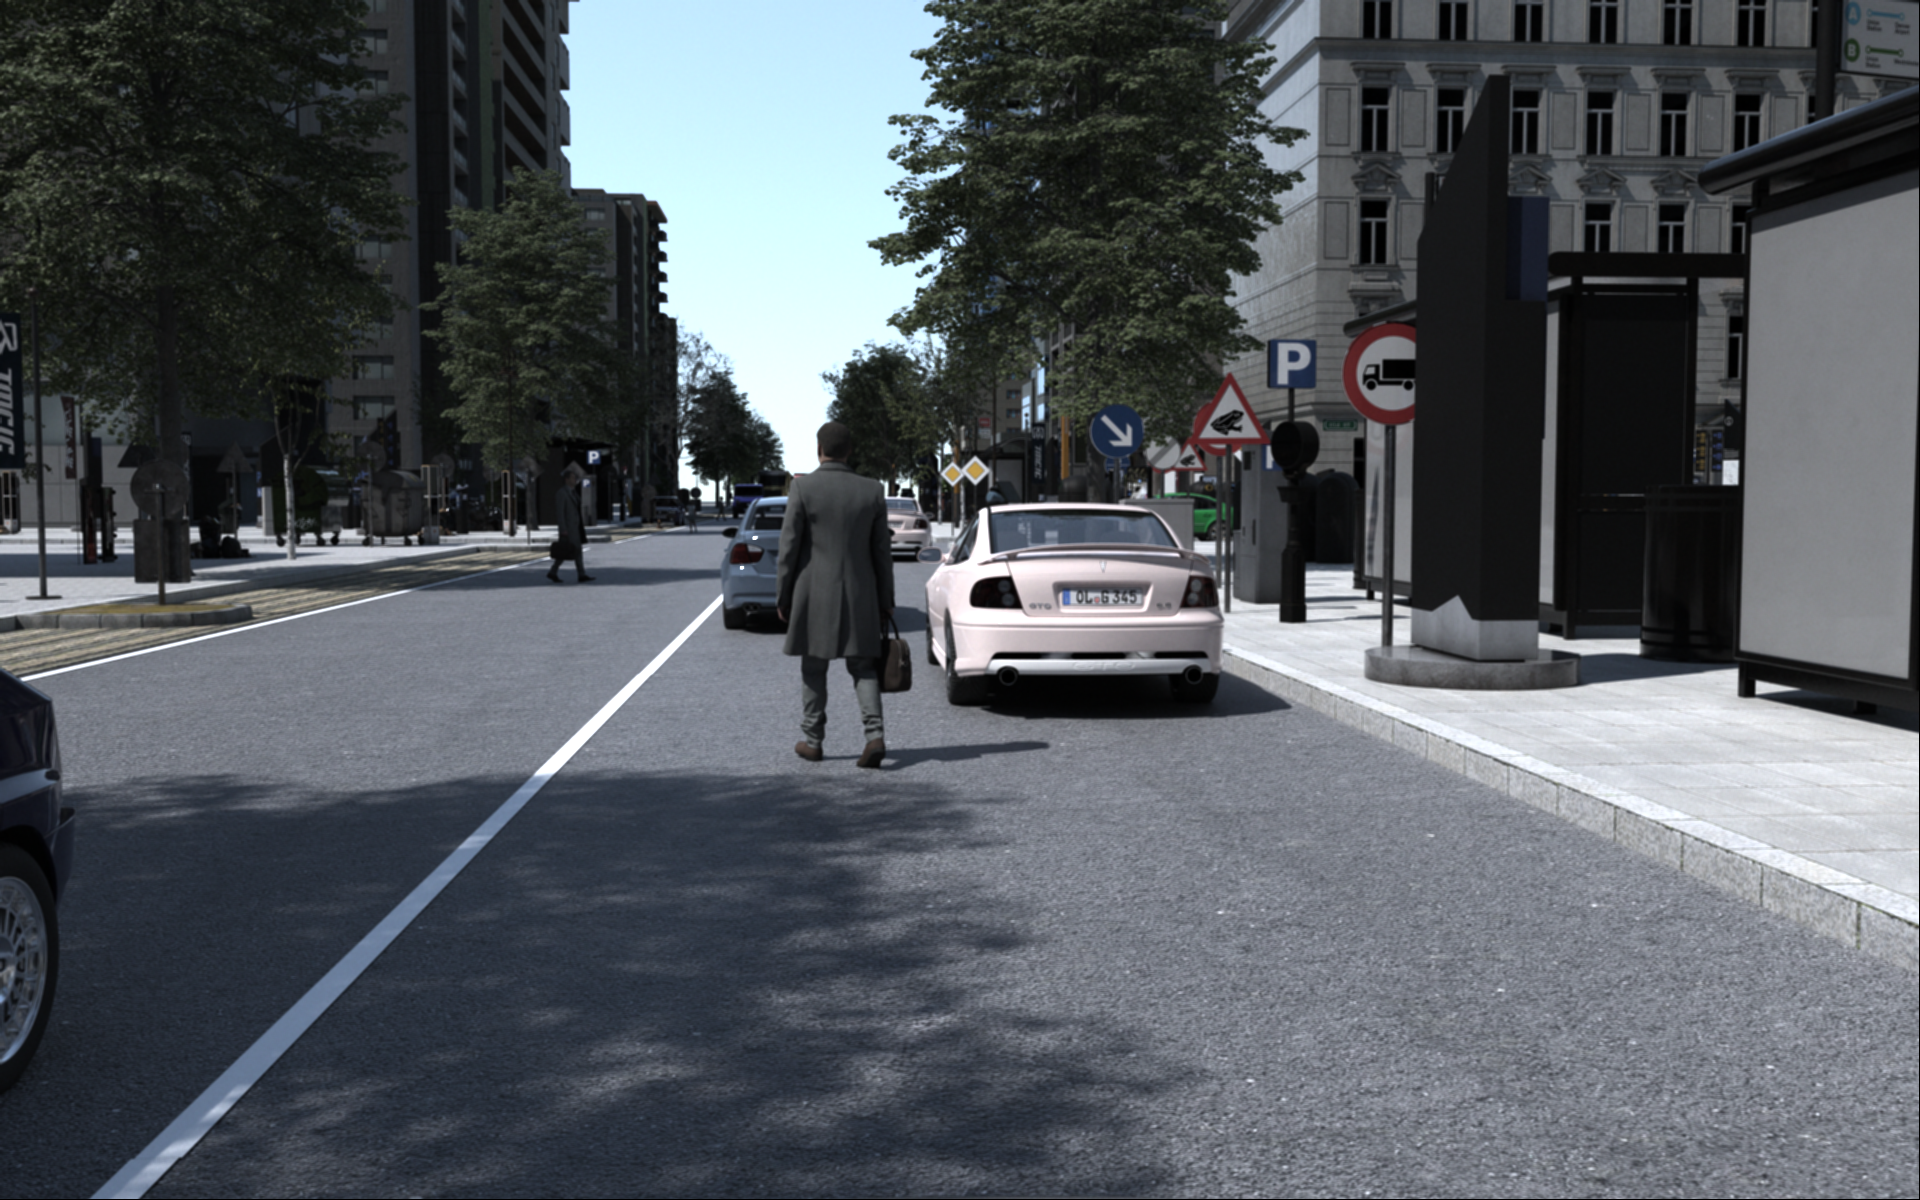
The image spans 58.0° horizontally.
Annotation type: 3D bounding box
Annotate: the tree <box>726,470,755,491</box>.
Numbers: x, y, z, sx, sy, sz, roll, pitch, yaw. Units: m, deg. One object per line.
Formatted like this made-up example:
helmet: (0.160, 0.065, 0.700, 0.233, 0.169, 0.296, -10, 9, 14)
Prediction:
tree: (-25.739, -13.445, 203.539, 4.285, 4.588, 4.351, 0, 3, 0)

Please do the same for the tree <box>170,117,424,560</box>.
tree: (-13.010, -5.082, 33.447, 4.737, 8.622, 4.395, 0, 3, 0)

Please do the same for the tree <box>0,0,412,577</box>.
tree: (-12.066, -6.604, 26.110, 7.486, 12.596, 7.792, 0, 3, 0)

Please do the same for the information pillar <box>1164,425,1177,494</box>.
information pillar: (6.931, -4.031, 57.267, 0.504, 3.616, 0.183, 2, 4, 32)

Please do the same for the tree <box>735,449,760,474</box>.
tree: (-27.169, -16.288, 216.670, 4.737, 8.622, 4.395, 0, 3, 0)

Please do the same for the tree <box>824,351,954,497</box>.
tree: (-4.294, -10.900, 112.634, 8.767, 10.594, 7.601, -2, 4, -27)

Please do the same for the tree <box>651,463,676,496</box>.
tree: (-18.222, -6.727, 104.588, 1.663, 3.219, 1.824, 0, 3, 0)

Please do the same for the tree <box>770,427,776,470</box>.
tree: (-25.697, -16.587, 189.319, 7.486, 12.596, 7.792, 0, 3, 0)

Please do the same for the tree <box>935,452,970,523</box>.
tree: (-0.546, -5.090, 77.823, 1.663, 3.219, 1.824, 0, 3, 0)

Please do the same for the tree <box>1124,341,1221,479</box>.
tree: (8.592, -7.382, 71.064, 4.360, 8.622, 3.978, 0, 3, 0)

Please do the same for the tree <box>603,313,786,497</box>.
tree: (-19.543, -12.717, 118.293, 12.009, 13.543, 11.850, 0, 3, 0)

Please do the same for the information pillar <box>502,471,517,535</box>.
information pillar: (-14.286, -3.085, 54.925, 0.304, 2.012, 0.304, 2, 4, 34)

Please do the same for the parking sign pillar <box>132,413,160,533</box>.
parking sign pillar: (-27.014, -4.256, 58.052, 1.447, 3.967, 1.447, -2, 4, -30)

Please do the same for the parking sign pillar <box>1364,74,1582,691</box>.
parking sign pillar: (3.543, -1.432, 11.891, 1.447, 3.967, 1.447, 0, 4, -5)

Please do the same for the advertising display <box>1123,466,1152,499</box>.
advertising display: (4.125, -2.120, 39.874, 0.123, 1.923, 0.974, -2, 4, -24)

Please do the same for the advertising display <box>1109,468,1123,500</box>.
advertising display: (3.880, -2.304, 42.891, 0.123, 1.923, 0.974, 1, 4, 22)

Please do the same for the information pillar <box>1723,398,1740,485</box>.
information pillar: (18.831, -3.114, 42.268, 0.183, 3.616, 0.504, -2, 4, -27)

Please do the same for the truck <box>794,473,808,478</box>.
truck: (-21.279, -15.096, 235.735, 2.839, 4.237, 11.283, 0, 4, -3)

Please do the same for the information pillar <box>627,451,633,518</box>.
information pillar: (-18.078, -6.323, 94.734, 0.183, 3.616, 0.504, -2, 4, -34)

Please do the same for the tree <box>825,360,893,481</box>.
tree: (-7.411, -14.974, 155.200, 12.009, 13.543, 11.850, 0, 3, 0)

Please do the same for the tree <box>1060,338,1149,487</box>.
tree: (6.396, -7.737, 76.870, 4.737, 8.622, 4.395, 0, 3, 0)

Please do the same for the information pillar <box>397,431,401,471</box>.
information pillar: (-20.898, -4.457, 64.229, 0.183, 3.616, 0.504, 1, 4, 19)

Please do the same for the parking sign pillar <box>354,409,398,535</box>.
parking sign pillar: (-18.265, -4.036, 54.463, 1.447, 3.967, 1.447, 1, 4, 20)

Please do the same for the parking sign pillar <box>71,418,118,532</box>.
parking sign pillar: (-29.830, -4.348, 59.554, 1.447, 3.967, 1.447, -2, 4, -32)

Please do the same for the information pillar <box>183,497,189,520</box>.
information pillar: (-28.583, -3.622, 63.708, 0.304, 2.012, 0.304, 0, 3, 0)

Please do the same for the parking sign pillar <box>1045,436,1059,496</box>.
parking sign pillar: (4.207, -5.683, 81.382, 1.447, 3.967, 1.447, -1, 4, -23)

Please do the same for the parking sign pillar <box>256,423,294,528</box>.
parking sign pillar: (-26.011, -4.730, 65.802, 1.447, 3.967, 1.447, 3, 5, 42)

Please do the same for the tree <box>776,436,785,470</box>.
tree: (-31.440, -21.785, 274.313, 7.486, 12.596, 7.792, 0, 3, 0)

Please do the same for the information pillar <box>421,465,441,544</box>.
information pillar: (-13.546, -2.436, 44.314, 0.304, 2.012, 0.304, 2, 4, 35)

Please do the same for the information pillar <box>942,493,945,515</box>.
information pillar: (-1.067, -5.965, 102.013, 0.304, 2.012, 0.304, 1, 4, 11)

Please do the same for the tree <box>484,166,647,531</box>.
tree: (-14.803, -8.688, 60.168, 7.486, 12.596, 7.792, 0, 3, 0)

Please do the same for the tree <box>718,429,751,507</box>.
tree: (-22.893, -13.531, 171.592, 4.360, 8.622, 3.978, 0, 3, 0)

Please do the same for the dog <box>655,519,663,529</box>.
dog: (-12.376, -3.099, 70.869, 0.550, 0.427, 0.748, 2, 4, 26)

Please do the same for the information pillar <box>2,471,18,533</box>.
information pillar: (-30.954, -3.177, 56.442, 0.304, 2.012, 0.304, 1, 4, 11)

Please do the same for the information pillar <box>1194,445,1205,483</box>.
information pillar: (9.500, -4.736, 68.788, 0.183, 3.616, 0.504, -3, 4, -38)

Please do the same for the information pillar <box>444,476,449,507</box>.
information pillar: (-20.626, -3.958, 69.212, 0.304, 2.012, 0.304, 2, 4, 23)

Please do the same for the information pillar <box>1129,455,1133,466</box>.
information pillar: (9.551, -6.449, 96.793, 0.183, 3.616, 0.504, -1, 4, -9)

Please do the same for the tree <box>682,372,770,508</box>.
tree: (-22.081, -14.702, 158.511, 7.486, 12.596, 7.792, 0, 3, 0)

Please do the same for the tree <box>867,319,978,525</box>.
tree: (-1.056, -7.470, 72.500, 4.737, 8.622, 4.395, 0, 3, 0)

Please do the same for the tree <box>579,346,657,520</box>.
tree: (-16.850, -8.298, 86.041, 4.737, 8.622, 4.395, 0, 3, 0)

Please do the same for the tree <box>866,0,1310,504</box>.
tree: (2.243, -6.850, 30.130, 7.486, 12.596, 7.792, 0, 3, 0)

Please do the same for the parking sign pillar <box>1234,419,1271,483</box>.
parking sign pillar: (10.621, -4.550, 62.865, 1.447, 3.967, 1.447, 1, 4, 15)

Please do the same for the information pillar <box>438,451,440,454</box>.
information pillar: (-28.201, -6.276, 93.961, 0.183, 3.616, 0.504, -2, 4, -32)

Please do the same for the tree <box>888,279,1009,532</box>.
tree: (-0.098, -6.597, 58.222, 4.360, 8.622, 3.978, 0, 3, 0)

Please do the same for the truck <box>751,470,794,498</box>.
truck: (-15.319, -9.003, 143.120, 3.469, 3.379, 9.791, 0, 4, -3)

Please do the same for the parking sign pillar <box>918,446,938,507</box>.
parking sign pillar: (-1.659, -6.253, 90.701, 1.447, 3.967, 1.447, -2, 4, -34)
